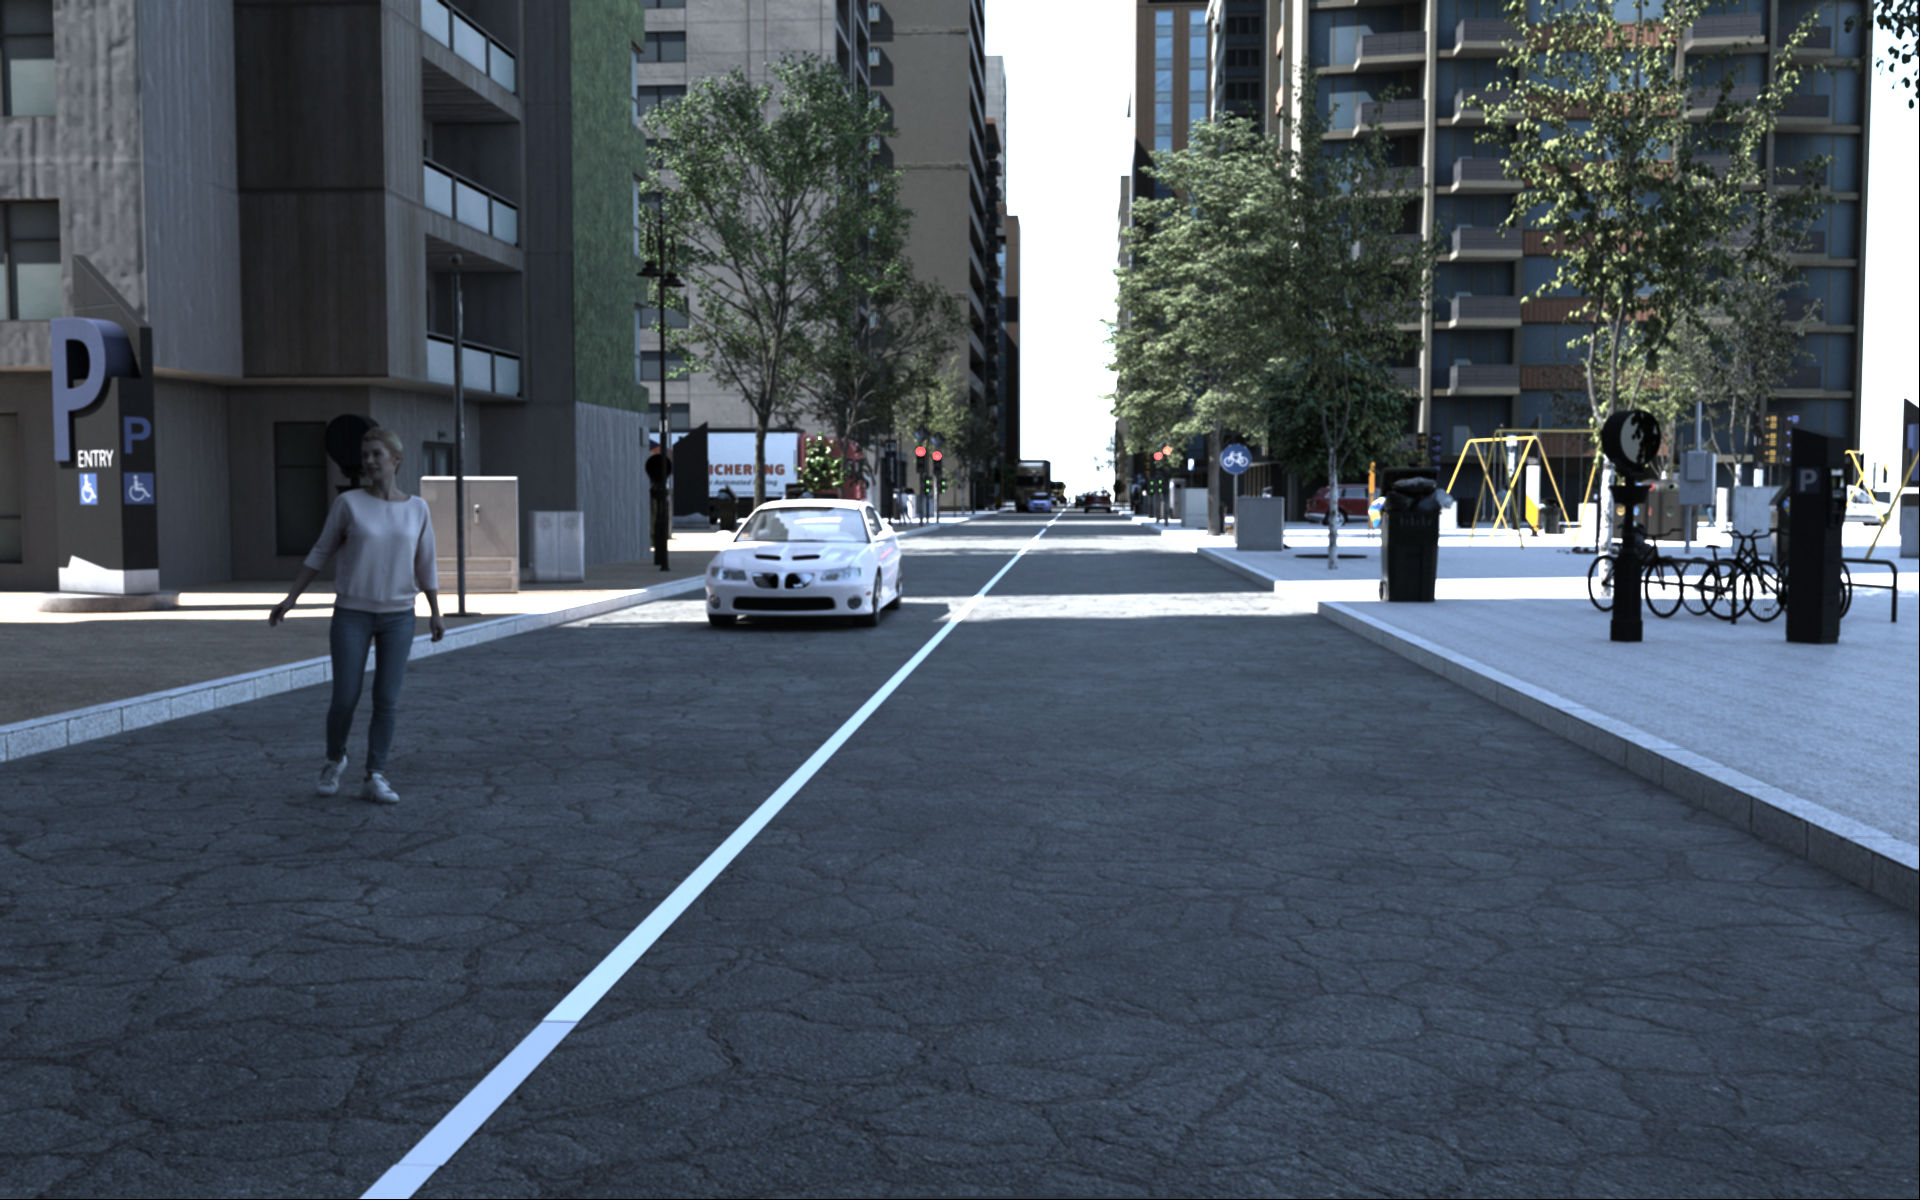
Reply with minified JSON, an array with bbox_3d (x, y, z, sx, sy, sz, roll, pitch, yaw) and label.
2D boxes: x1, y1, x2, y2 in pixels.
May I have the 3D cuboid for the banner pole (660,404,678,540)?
[{"bbox_3d":[-8.212,-3.574,48.456,0.401,3.779,0.863,-2,4,-35],"label":"banner pole"}]

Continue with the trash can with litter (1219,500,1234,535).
[{"bbox_3d":[8.467,-2.683,55.254,1.055,1.170,0.624,2,4,34],"label":"trash can with litter"}]

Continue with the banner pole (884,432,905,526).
[{"bbox_3d":[-2.642,-4.896,70.059,0.863,3.779,0.401,0,4,3],"label":"banner pole"}]

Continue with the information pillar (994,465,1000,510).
[{"bbox_3d":[3.010,-9.130,140.622,0.504,3.616,0.183,3,5,45],"label":"information pillar"}]

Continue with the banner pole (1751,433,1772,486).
[{"bbox_3d":[28.791,-4.405,62.036,0.863,3.779,0.401,0,4,6],"label":"banner pole"}]

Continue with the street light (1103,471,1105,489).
[{"bbox_3d":[20.724,-16.556,243.475,0.468,5.910,1.993,0,4,4],"label":"street light"}]

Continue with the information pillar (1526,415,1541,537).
[{"bbox_3d":[17.041,-3.675,51.436,0.183,3.616,0.504,-1,4,-22],"label":"information pillar"}]

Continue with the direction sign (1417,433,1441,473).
[{"bbox_3d":[17.328,-4.408,64.060,0.876,3.537,0.379,0,4,3],"label":"direction sign"}]

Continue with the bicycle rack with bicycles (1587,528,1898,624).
[{"bbox_3d":[8.250,-0.276,17.889,2.852,0.926,2.925,-1,4,-8],"label":"bicycle rack with bicycles"}]

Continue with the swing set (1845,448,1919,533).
[{"bbox_3d":[33.270,-4.048,63.798,3.119,2.851,2.862,-3,5,-43],"label":"swing set"}]

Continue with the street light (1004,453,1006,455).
[{"bbox_3d":[3.820,-11.093,154.150,0.468,5.910,1.993,0,4,4],"label":"street light"}]

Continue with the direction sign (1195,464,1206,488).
[{"bbox_3d":[18.325,-8.553,131.830,0.876,3.537,0.379,2,4,29],"label":"direction sign"}]

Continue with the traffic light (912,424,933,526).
[{"bbox_3d":[-1.534,-4.930,69.531,0.839,4.253,0.868,0,4,4],"label":"traffic light"}]

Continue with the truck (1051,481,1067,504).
[{"bbox_3d":[13.863,-15.622,251.341,3.469,3.379,9.791,0,4,5],"label":"truck"}]

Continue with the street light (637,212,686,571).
[{"bbox_3d":[-4.933,-3.424,28.764,0.468,5.910,1.993,0,4,4],"label":"street light"}]

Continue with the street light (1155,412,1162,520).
[{"bbox_3d":[9.713,-6.804,84.038,0.468,5.910,1.993,0,4,4],"label":"street light"}]

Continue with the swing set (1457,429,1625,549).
[{"bbox_3d":[14.220,-2.715,42.005,3.119,2.851,2.862,-1,4,-9],"label":"swing set"}]

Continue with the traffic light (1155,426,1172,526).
[{"bbox_3d":[8.205,-4.890,68.876,0.839,4.253,0.868,0,4,4],"label":"traffic light"}]

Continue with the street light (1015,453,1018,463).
[{"bbox_3d":[6.202,-13.170,188.117,0.468,5.910,1.993,0,4,4],"label":"street light"}]

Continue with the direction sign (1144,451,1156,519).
[{"bbox_3d":[10.034,-6.030,90.579,0.876,3.537,0.379,-1,4,-10],"label":"direction sign"}]

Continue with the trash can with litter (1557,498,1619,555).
[{"bbox_3d":[13.798,-1.614,37.448,1.678,1.210,2.233,-1,4,-13],"label":"trash can with litter"}]

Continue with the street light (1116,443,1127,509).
[{"bbox_3d":[14.893,-11.436,159.758,0.468,5.910,1.993,0,4,4],"label":"street light"}]

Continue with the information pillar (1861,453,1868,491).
[{"bbox_3d":[49.542,-6.361,95.364,0.504,3.616,0.183,0,4,-7],"label":"information pillar"}]

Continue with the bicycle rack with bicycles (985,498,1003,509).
[{"bbox_3d":[2.667,-8.220,147.786,2.852,0.926,2.925,0,4,2],"label":"bicycle rack with bicycles"}]

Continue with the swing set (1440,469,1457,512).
[{"bbox_3d":[15.166,-3.127,48.746,2.862,2.851,3.119,-1,4,-19],"label":"swing set"}]

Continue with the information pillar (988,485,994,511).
[{"bbox_3d":[2.367,-8.093,136.810,0.304,2.012,0.304,0,4,2],"label":"information pillar"}]

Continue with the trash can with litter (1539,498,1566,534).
[{"bbox_3d":[18.833,-2.668,55.001,0.624,1.170,1.055,3,5,41],"label":"trash can with litter"}]

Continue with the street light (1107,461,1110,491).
[{"bbox_3d":[19.566,-15.557,227.144,0.468,5.910,1.993,0,4,4],"label":"street light"}]

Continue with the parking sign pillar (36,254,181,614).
[{"bbox_3d":[-9.469,-1.877,19.158,1.447,3.967,1.447,2,4,34],"label":"parking sign pillar"}]

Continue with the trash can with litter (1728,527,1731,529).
[{"bbox_3d":[28.734,-3.255,64.279,2.233,1.210,1.678,-3,4,-38],"label":"trash can with litter"}]

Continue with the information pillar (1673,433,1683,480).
[{"bbox_3d":[27.673,-4.614,66.786,0.183,3.616,0.504,-1,4,-8],"label":"information pillar"}]

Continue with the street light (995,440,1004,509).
[{"bbox_3d":[3.196,-10.511,144.647,0.468,5.910,1.993,0,4,4],"label":"street light"}]

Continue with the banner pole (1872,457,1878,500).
[{"bbox_3d":[61.567,-7.741,116.589,0.401,3.779,0.863,0,4,8],"label":"banner pole"}]

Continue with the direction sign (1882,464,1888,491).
[{"bbox_3d":[69.317,-8.429,129.811,0.876,3.537,0.379,-3,5,-40],"label":"direction sign"}]

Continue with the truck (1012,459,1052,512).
[{"bbox_3d":[6.005,-9.347,141.733,2.839,4.237,11.283,0,4,6],"label":"truck"}]

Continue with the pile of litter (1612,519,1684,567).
[{"bbox_3d":[12.351,-1.062,31.329,1.176,0.858,1.719,0,4,-6],"label":"pile of litter"}]

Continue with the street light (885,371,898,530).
[{"bbox_3d":[-2.532,-5.470,62.230,0.468,5.910,1.993,0,4,4],"label":"street light"}]

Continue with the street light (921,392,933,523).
[{"bbox_3d":[-1.458,-6.421,77.774,0.468,5.910,1.993,0,4,4],"label":"street light"}]

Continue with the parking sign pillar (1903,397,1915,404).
[{"bbox_3d":[26.988,-3.659,48.303,1.447,3.967,1.447,0,4,-1],"label":"parking sign pillar"}]

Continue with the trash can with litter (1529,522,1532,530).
[{"bbox_3d":[20.509,-3.064,61.490,0.624,1.170,1.055,1,4,16],"label":"trash can with litter"}]

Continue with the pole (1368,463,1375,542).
[{"bbox_3d":[10.910,-3.182,45.863,0.158,3.312,0.155,0,3,0],"label":"pole"}]

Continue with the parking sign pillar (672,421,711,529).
[{"bbox_3d":[-9.994,-4.638,64.302,1.447,3.967,1.447,0,4,-1],"label":"parking sign pillar"}]

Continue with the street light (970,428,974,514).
[{"bbox_3d":[0.843,-8.471,111.290,0.468,5.910,1.993,0,4,4],"label":"street light"}]

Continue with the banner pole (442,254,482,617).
[{"bbox_3d":[-5.297,-1.735,18.381,0.401,3.779,0.863,-1,4,-11],"label":"banner pole"}]

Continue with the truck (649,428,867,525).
[{"bbox_3d":[-9.039,-5.223,74.311,11.283,4.237,2.839,0,4,3],"label":"truck"}]

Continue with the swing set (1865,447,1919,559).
[{"bbox_3d":[18.779,-2.093,31.839,3.119,2.851,2.862,-2,4,-32],"label":"swing set"}]

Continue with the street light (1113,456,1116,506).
[{"bbox_3d":[17.244,-13.476,193.114,0.468,5.910,1.993,0,4,4],"label":"street light"}]

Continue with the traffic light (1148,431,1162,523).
[{"bbox_3d":[8.756,-5.377,76.843,0.839,4.253,0.868,0,4,4],"label":"traffic light"}]

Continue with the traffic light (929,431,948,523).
[{"bbox_3d":[-0.984,-5.418,77.497,0.839,4.253,0.868,0,4,4],"label":"traffic light"}]

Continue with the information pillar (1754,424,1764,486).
[{"bbox_3d":[26.946,-4.103,58.440,0.504,3.616,0.183,-3,5,-44],"label":"information pillar"}]

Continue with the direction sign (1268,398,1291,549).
[{"bbox_3d":[7.574,-2.968,40.529,0.379,3.537,0.876,-3,5,-43],"label":"direction sign"}]

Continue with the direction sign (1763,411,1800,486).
[{"bbox_3d":[22.584,-3.406,47.685,0.876,3.537,0.379,2,4,28],"label":"direction sign"}]

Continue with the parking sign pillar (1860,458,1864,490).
[{"bbox_3d":[48.597,-6.473,94.306,1.447,3.967,1.447,0,4,-5],"label":"parking sign pillar"}]
